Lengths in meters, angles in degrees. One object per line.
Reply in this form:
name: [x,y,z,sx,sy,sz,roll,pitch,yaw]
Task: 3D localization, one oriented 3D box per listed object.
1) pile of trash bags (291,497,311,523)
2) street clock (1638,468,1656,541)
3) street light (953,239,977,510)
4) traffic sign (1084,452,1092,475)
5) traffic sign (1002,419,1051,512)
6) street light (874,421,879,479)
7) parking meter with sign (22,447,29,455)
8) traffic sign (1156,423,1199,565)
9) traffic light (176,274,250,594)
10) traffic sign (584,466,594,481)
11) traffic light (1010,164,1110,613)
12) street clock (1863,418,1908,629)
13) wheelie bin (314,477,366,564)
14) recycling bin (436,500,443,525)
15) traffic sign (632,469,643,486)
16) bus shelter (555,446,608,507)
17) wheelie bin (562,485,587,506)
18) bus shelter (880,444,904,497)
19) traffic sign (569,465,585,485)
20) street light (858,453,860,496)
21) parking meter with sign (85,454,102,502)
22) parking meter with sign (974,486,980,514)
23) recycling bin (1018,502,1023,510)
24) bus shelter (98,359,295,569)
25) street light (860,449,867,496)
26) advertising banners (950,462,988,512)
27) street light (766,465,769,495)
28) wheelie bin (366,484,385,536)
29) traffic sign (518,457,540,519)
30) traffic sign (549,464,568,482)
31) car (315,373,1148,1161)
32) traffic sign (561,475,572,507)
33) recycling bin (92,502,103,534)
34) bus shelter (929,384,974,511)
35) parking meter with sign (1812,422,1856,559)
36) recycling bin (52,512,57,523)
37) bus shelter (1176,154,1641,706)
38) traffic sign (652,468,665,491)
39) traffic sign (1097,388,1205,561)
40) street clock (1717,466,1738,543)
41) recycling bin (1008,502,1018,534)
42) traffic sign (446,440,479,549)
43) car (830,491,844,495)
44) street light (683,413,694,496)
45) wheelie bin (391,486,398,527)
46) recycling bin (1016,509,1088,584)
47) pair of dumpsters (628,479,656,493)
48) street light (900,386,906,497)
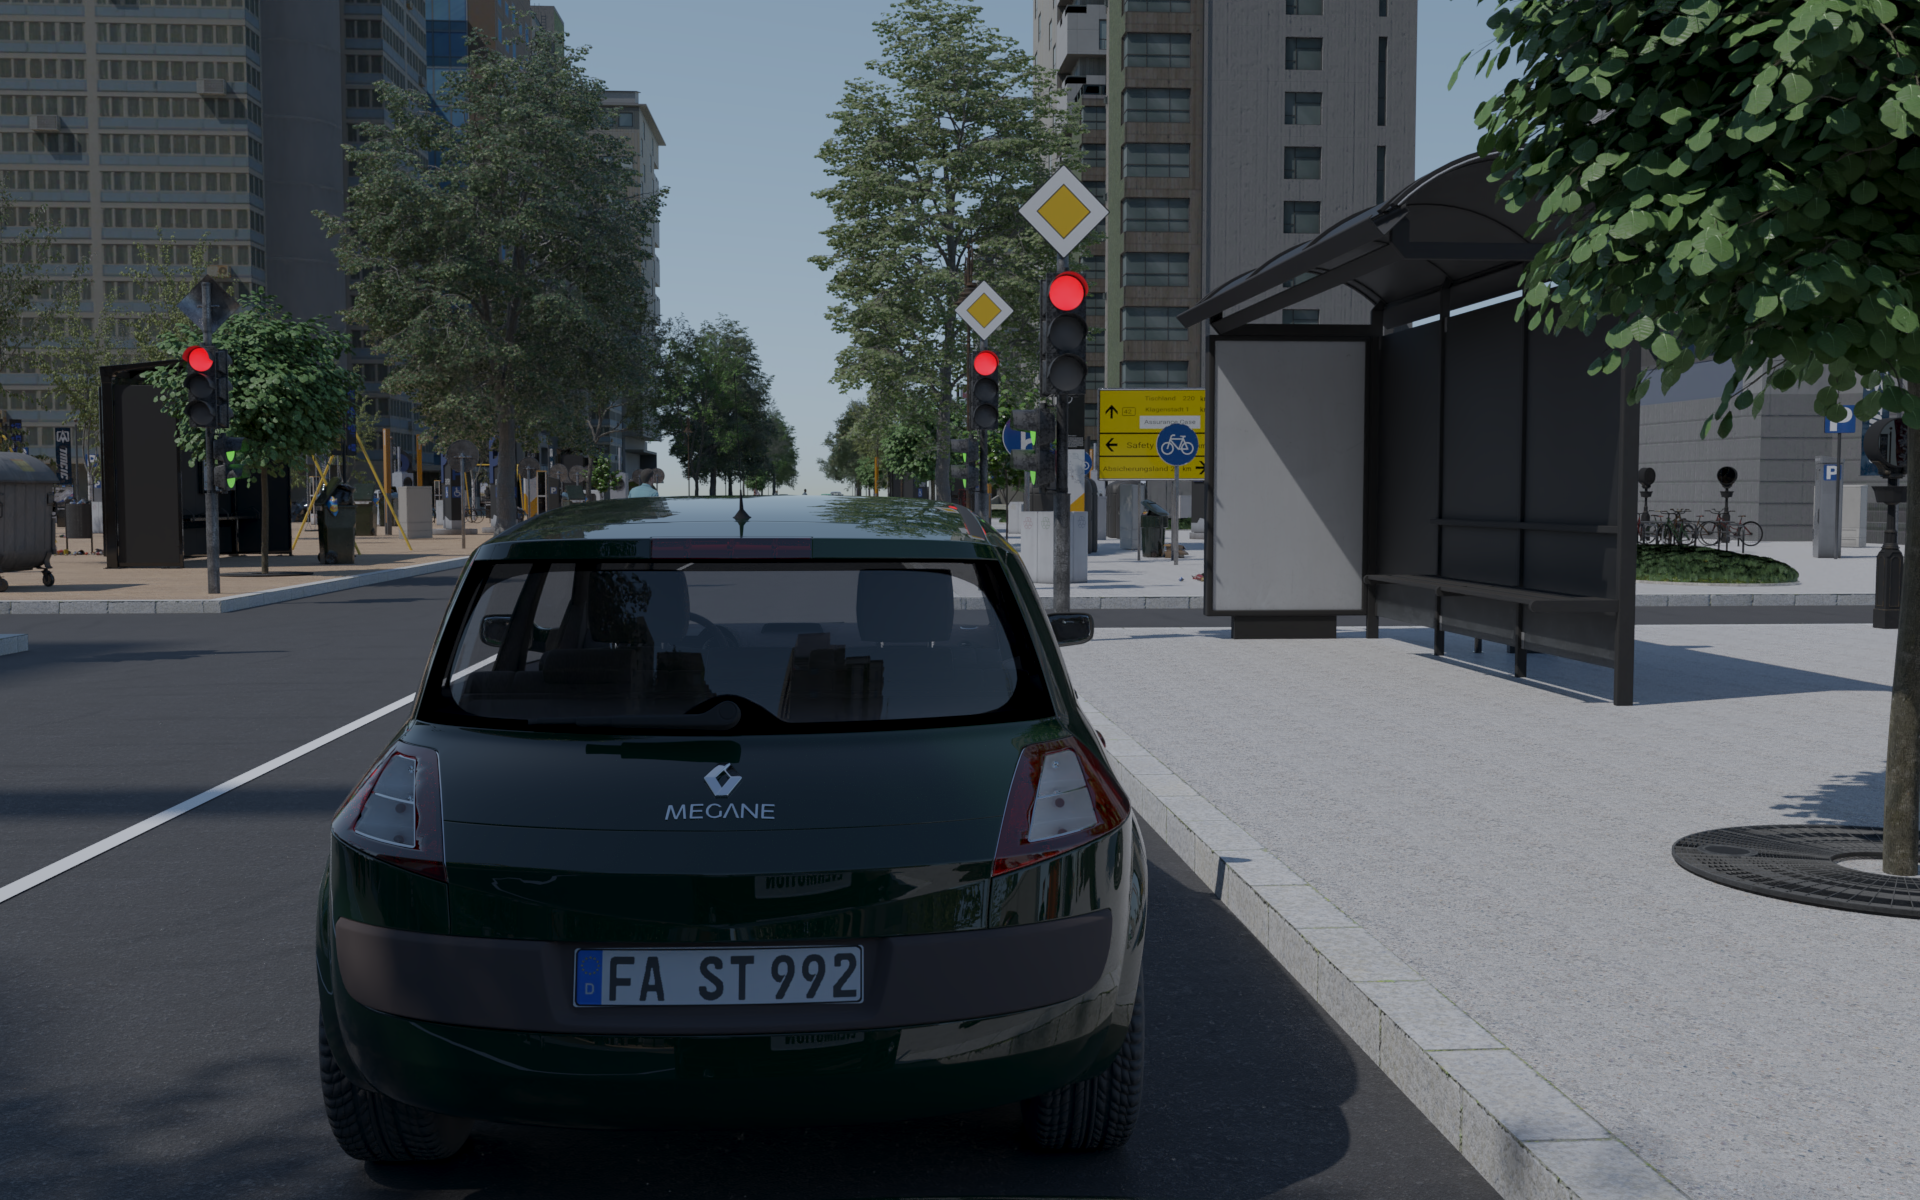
pile of trash bags: [-31.160,-4.245,79.153,3.447,1.369,1.912,1,4,22]
street clock: [18.740,-2.615,47.320,0.471,2.002,0.358,-2,4,-29]
street light: [0.157,-3.597,31.593,0.468,5.910,1.993,0,4,-4]
traffic sign: [3.449,-3.069,50.286,0.768,2.556,0.104,0,4,2]
traffic sign: [1.040,-1.635,26.835,0.768,2.556,0.104,0,4,1]
street light: [-5.241,-8.214,107.091,0.468,5.910,1.993,0,4,-4]
parking meter with sign: [-34.793,-4.124,63.696,0.543,3.016,1.738,-1,4,-10]
traffic sign: [3.905,-1.903,31.227,0.768,2.556,0.104,0,4,-2]
traffic light: [-9.590,-2.035,22.192,0.839,4.253,0.868,0,4,-4]
traffic sign: [-16.490,-4.717,77.235,0.768,2.556,0.104,0,4,-1]
traffic light: [0.864,-1.592,14.945,0.839,4.253,0.868,0,4,-4]
street clock: [8.859,-0.728,16.477,0.471,2.002,0.358,0,4,-6]
wheelie bin: [-11.467,-1.466,31.869,0.693,1.594,0.980,-2,4,-32]
recycling bin: [-21.057,-3.591,71.262,0.722,1.027,0.722,1,4,11]
traffic sign: [-16.271,-5.372,87.942,0.768,2.556,0.104,0,4,1]
bus shelter: [-18.575,-5.748,85.267,1.731,3.624,6.357,0,4,-4]
wheelie bin: [-14.074,-3.369,62.998,0.980,1.594,0.693,-3,4,-37]
bus shelter: [-2.744,-5.427,80.018,1.731,3.624,6.357,0,4,-4]
traffic sign: [-16.864,-4.665,76.381,0.768,2.556,0.104,0,4,1]
street light: [-9.909,-12.279,173.553,0.468,5.910,1.993,0,4,-4]
parking meter with sign: [-37.931,-4.907,76.487,0.543,3.016,1.738,0,4,-4]
parking meter with sign: [0.627,-5.574,87.403,0.543,3.016,1.738,0,4,-1]
recycling bin: [2.028,-1.909,43.774,0.722,1.027,0.722,3,5,40]
bus shelter: [-14.102,-2.534,32.707,1.731,3.624,6.357,0,4,-4]
street light: [-7.594,-10.238,140.180,0.468,5.910,1.993,0,4,-4]
advertising banners: [0.100,-3.634,55.604,2.074,3.025,0.090,-3,5,-42]
street light: [-23.784,-14.804,214.835,0.468,5.910,1.993,0,4,-4]
wheelie bin: [-18.234,-2.759,53.023,0.980,1.594,0.693,0,4,-2]
traffic sign: [-14.743,-3.617,59.237,0.768,2.556,0.104,0,4,-1]
traffic sign: [-16.861,-4.444,72.765,0.768,2.556,0.104,0,4,-1]
car: [-0.534,0.283,5.153,2.009,1.686,4.222,0,4,-3]
traffic sign: [-18.636,-4.962,81.134,0.884,2.594,0.081,0,4,4]
recycling bin: [-27.771,-2.685,56.457,0.722,1.027,0.722,1,4,21]
bus shelter: [-0.155,-5.088,60.816,2.179,5.291,8.768,0,4,-4]
parking meter with sign: [17.478,-2.356,34.781,0.543,3.016,1.738,1,4,17]
recycling bin: [-40.495,-3.941,76.982,0.722,1.027,0.722,-3,5,-40]
bus shelter: [3.129,-1.153,12.783,2.014,3.302,5.546,0,4,-4]
traffic sign: [-14.749,-5.151,84.331,0.768,2.556,0.104,0,4,3]
traffic sign: [3.767,-2.406,33.216,2.265,3.308,0.079,0,4,3]
street clock: [20.043,-2.490,45.288,0.471,2.002,0.358,2,4,34]
recycling bin: [2.022,-2.666,56.140,0.722,1.027,0.722,2,4,24]
traffic sign: [-11.665,-2.479,40.636,0.768,2.556,0.104,0,4,-1]
car: [-17.815,-14.659,248.343,2.281,1.827,5.304,0,4,-5]
street light: [-15.490,-7.716,98.942,0.468,5.910,1.993,0,4,-4]
wheelie bin: [-22.582,-3.706,68.493,0.980,1.594,0.693,0,4,1]
recycling bin: [1.366,-0.767,25.101,0.722,1.027,0.722,3,5,45]
pair of dumpsters: [-17.088,-5.488,92.226,1.574,2.255,4.437,0,4,-4]
street light: [-2.166,-5.604,64.416,0.468,5.910,1.993,0,4,-4]
